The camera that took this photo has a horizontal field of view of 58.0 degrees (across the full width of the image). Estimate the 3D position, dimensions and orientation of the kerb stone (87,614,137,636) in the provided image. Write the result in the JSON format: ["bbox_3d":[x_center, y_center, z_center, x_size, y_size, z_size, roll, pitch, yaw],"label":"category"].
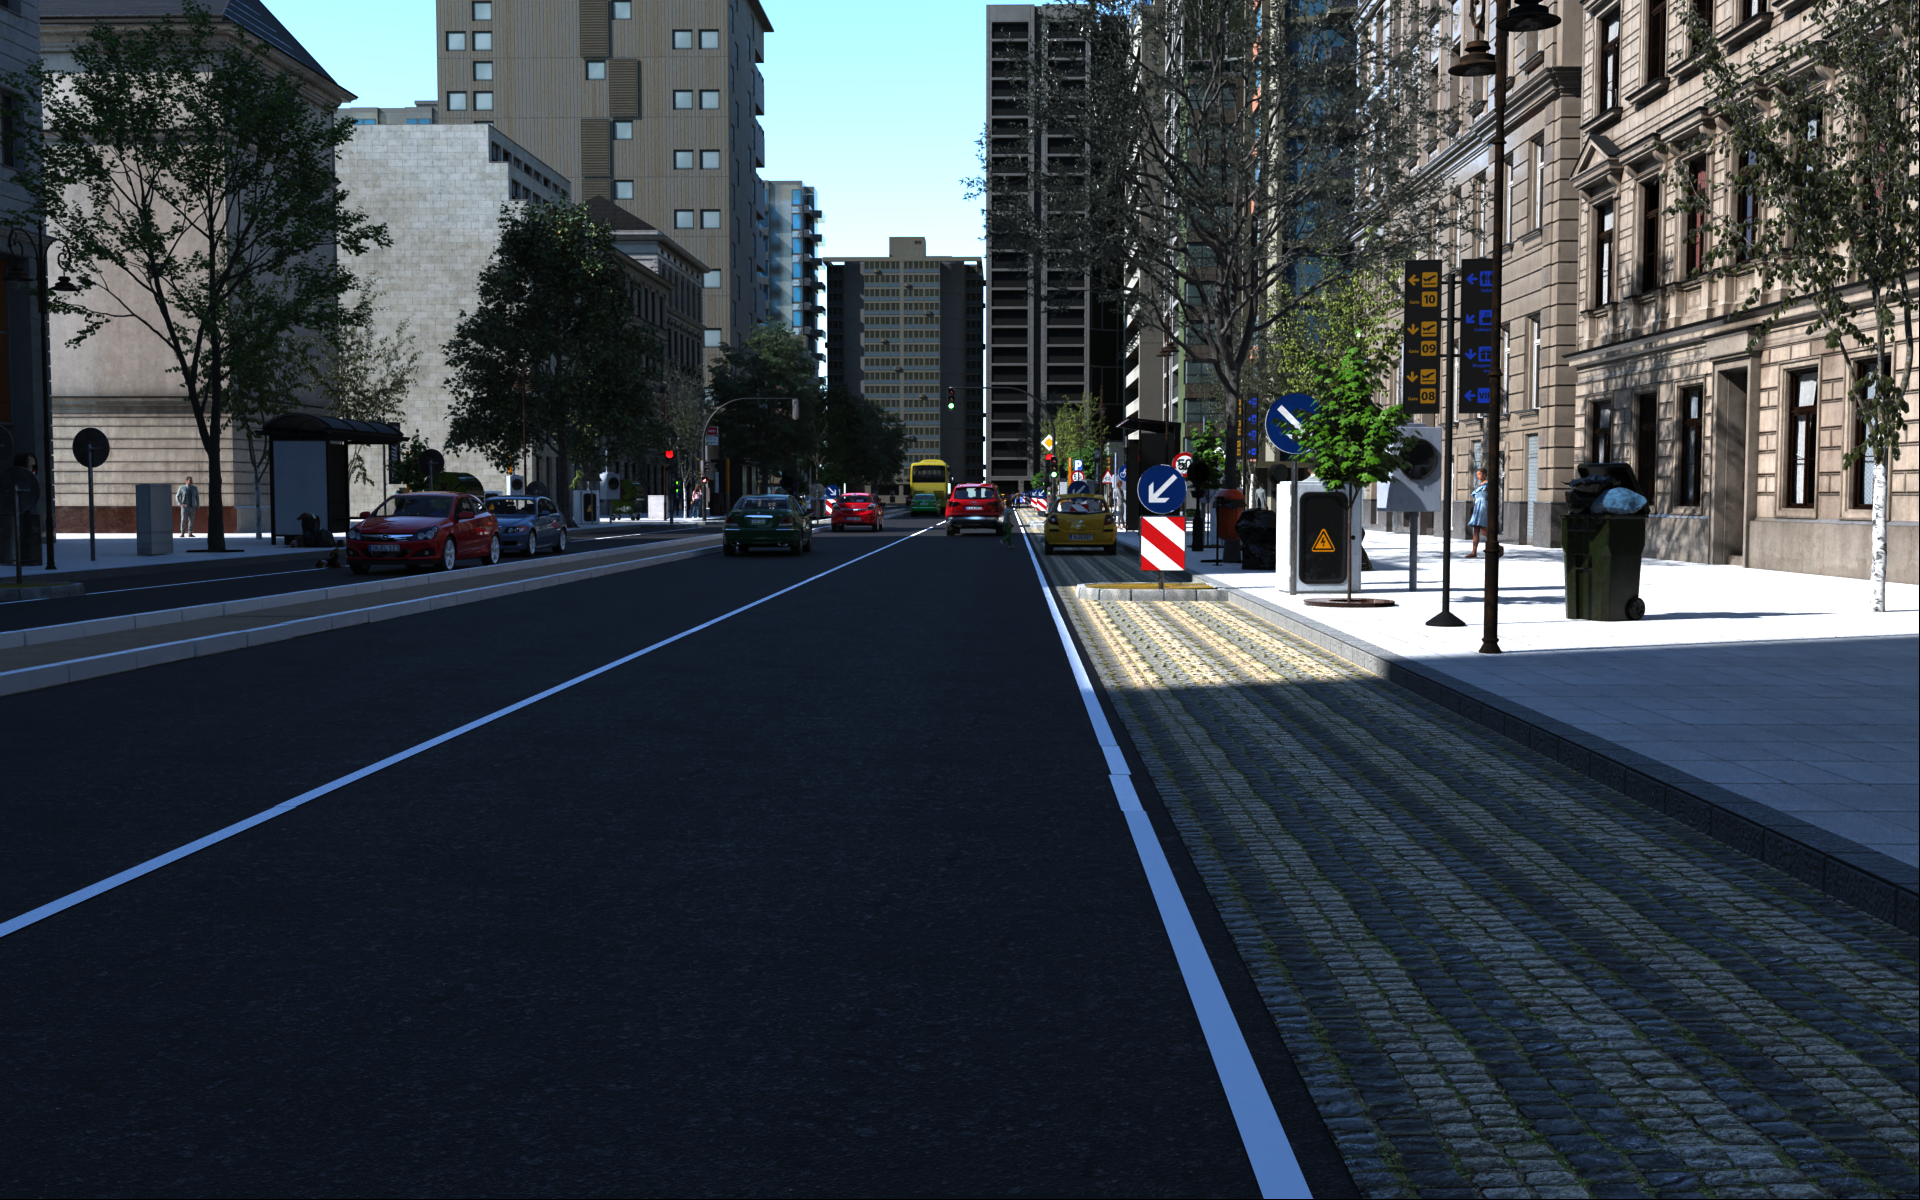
[{"bbox_3d":[-8.787,0.270,17.786,0.120,0.150,1.000,0,4,2],"label":"kerb stone"}]

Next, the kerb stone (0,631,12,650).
[{"bbox_3d":[-8.845,0.395,15.730,0.120,0.150,1.000,0,4,2],"label":"kerb stone"}]

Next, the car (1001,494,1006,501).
[{"bbox_3d":[3.416,-8.456,148.480,2.015,1.641,3.980,0,4,0],"label":"car"}]

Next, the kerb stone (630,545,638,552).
[{"bbox_3d":[-8.105,-1.235,42.390,0.120,0.150,1.000,0,4,2],"label":"kerb stone"}]

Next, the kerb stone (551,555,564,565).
[{"bbox_3d":[-8.297,-0.797,35.226,0.120,0.150,1.000,0,4,2],"label":"kerb stone"}]

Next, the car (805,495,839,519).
[{"bbox_3d":[-7.776,-5.354,99.897,2.083,1.381,4.827,0,4,3],"label":"car"}]

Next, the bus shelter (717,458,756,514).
[{"bbox_3d":[-14.772,-7.577,115.165,1.731,3.624,6.357,0,4,2],"label":"bus shelter"}]

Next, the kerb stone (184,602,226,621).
[{"bbox_3d":[-8.729,0.144,19.841,0.120,0.150,1.000,0,4,2],"label":"kerb stone"}]

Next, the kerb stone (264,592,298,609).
[{"bbox_3d":[-8.668,0.019,21.899,0.120,0.150,1.000,0,4,2],"label":"kerb stone"}]

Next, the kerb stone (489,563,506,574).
[{"bbox_3d":[-8.411,-0.545,31.133,0.120,0.150,1.000,0,4,2],"label":"kerb stone"}]

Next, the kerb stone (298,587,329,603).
[{"bbox_3d":[-8.650,-0.045,22.933,0.120,0.150,1.000,0,4,2],"label":"kerb stone"}]

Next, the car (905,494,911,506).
[{"bbox_3d":[-5.801,-12.716,216.944,2.155,1.783,4.494,0,4,2],"label":"car"}]

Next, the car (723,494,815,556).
[{"bbox_3d":[-4.610,-1.835,41.802,2.131,1.459,4.920,0,4,0],"label":"car"}]

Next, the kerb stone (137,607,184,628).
[{"bbox_3d":[-8.754,0.207,18.807,0.120,0.150,1.000,0,4,2],"label":"kerb stone"}]

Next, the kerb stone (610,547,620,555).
[{"bbox_3d":[-8.152,-1.110,40.344,0.120,0.150,1.000,0,4,2],"label":"kerb stone"}]

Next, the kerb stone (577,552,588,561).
[{"bbox_3d":[-8.242,-0.919,37.280,0.120,0.150,1.000,0,4,2],"label":"kerb stone"}]

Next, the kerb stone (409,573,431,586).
[{"bbox_3d":[-8.525,-0.296,27.037,0.120,0.150,1.000,0,4,2],"label":"kerb stone"}]

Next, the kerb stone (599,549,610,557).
[{"bbox_3d":[-8.171,-1.048,39.323,0.120,0.150,1.000,0,4,2],"label":"kerb stone"}]

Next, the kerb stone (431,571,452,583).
[{"bbox_3d":[-8.492,-0.359,28.064,0.120,0.150,1.000,0,4,2],"label":"kerb stone"}]

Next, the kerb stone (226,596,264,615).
[{"bbox_3d":[-8.689,0.082,20.873,0.120,0.150,1.000,0,4,2],"label":"kerb stone"}]

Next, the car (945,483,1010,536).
[{"bbox_3d":[0.613,-3.207,61.103,2.281,1.827,5.304,0,4,3],"label":"car"}]

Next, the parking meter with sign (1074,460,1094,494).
[{"bbox_3d":[6.589,-5.677,89.084,0.543,3.016,1.738,3,5,40],"label":"parking meter with sign"}]

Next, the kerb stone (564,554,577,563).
[{"bbox_3d":[-8.257,-0.858,36.258,0.120,0.150,1.000,0,4,2],"label":"kerb stone"}]

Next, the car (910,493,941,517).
[{"bbox_3d":[-2.195,-6.243,110.863,1.959,1.807,4.718,0,4,2],"label":"car"}]

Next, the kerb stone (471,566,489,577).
[{"bbox_3d":[-8.440,-0.484,30.112,0.120,0.150,1.000,0,4,2],"label":"kerb stone"}]

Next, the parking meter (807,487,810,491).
[{"bbox_3d":[-13.143,-8.832,150.115,0.399,1.863,0.255,2,4,33],"label":"parking meter"}]

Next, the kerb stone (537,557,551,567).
[{"bbox_3d":[-8.327,-0.735,34.205,0.120,0.150,1.000,0,4,2],"label":"kerb stone"}]

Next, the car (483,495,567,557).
[{"bbox_3d":[-10.584,-1.777,41.055,2.014,1.417,4.499,0,4,1],"label":"car"}]

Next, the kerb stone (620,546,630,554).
[{"bbox_3d":[-8.123,-1.173,41.366,0.120,0.150,1.000,0,4,2],"label":"kerb stone"}]

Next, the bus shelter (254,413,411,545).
[{"bbox_3d":[-16.549,-3.190,46.074,2.014,3.302,5.546,0,4,2],"label":"bus shelter"}]

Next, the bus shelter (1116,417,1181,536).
[{"bbox_3d":[6.070,-3.961,56.042,1.731,3.624,6.357,0,4,2],"label":"bus shelter"}]

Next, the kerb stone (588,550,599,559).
[{"bbox_3d":[-8.215,-0.985,38.301,0.120,0.150,1.000,0,4,2],"label":"kerb stone"}]

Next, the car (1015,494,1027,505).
[{"bbox_3d":[7.975,-13.117,224.049,1.945,1.707,3.694,0,4,0],"label":"car"}]

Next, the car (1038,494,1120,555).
[{"bbox_3d":[2.887,-1.936,41.880,2.015,1.641,3.980,0,4,3],"label":"car"}]

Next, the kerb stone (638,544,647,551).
[{"bbox_3d":[-8.072,-1.296,43.418,0.120,0.150,1.000,0,4,2],"label":"kerb stone"}]

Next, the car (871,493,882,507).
[{"bbox_3d":[-6.921,-7.405,130.106,2.155,1.783,4.494,0,4,2],"label":"car"}]

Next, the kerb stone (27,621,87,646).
[{"bbox_3d":[-8.806,0.332,16.764,0.120,0.150,1.000,0,4,2],"label":"kerb stone"}]

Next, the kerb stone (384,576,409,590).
[{"bbox_3d":[-8.555,-0.232,26.016,0.120,0.150,1.000,0,4,2],"label":"kerb stone"}]

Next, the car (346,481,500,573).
[{"bbox_3d":[-10.065,-1.443,32.635,2.155,1.783,4.494,0,4,2],"label":"car"}]

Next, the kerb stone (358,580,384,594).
[{"bbox_3d":[-8.583,-0.171,24.993,0.120,0.150,1.000,0,4,2],"label":"kerb stone"}]

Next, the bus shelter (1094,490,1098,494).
[{"bbox_3d":[9.540,-8.587,131.688,1.731,3.624,6.357,0,4,2],"label":"bus shelter"}]

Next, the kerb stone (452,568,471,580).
[{"bbox_3d":[-8.469,-0.421,29.086,0.120,0.150,1.000,0,4,2],"label":"kerb stone"}]

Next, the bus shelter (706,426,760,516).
[{"bbox_3d":[-13.882,-7.806,105.263,2.179,5.291,8.768,0,4,2],"label":"bus shelter"}]

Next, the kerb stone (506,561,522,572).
[{"bbox_3d":[-8.382,-0.609,32.155,0.120,0.150,1.000,0,4,2],"label":"kerb stone"}]

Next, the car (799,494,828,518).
[{"bbox_3d":[-8.765,-5.837,105.655,2.015,1.641,3.980,0,4,3],"label":"car"}]

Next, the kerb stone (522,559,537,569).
[{"bbox_3d":[-8.357,-0.672,33.176,0.120,0.150,1.000,0,4,2],"label":"kerb stone"}]

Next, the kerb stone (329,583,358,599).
[{"bbox_3d":[-8.612,-0.109,23.970,0.120,0.150,1.000,0,4,2],"label":"kerb stone"}]

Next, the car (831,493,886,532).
[{"bbox_3d":[-3.955,-3.554,67.144,2.155,1.783,4.494,0,4,1],"label":"car"}]
